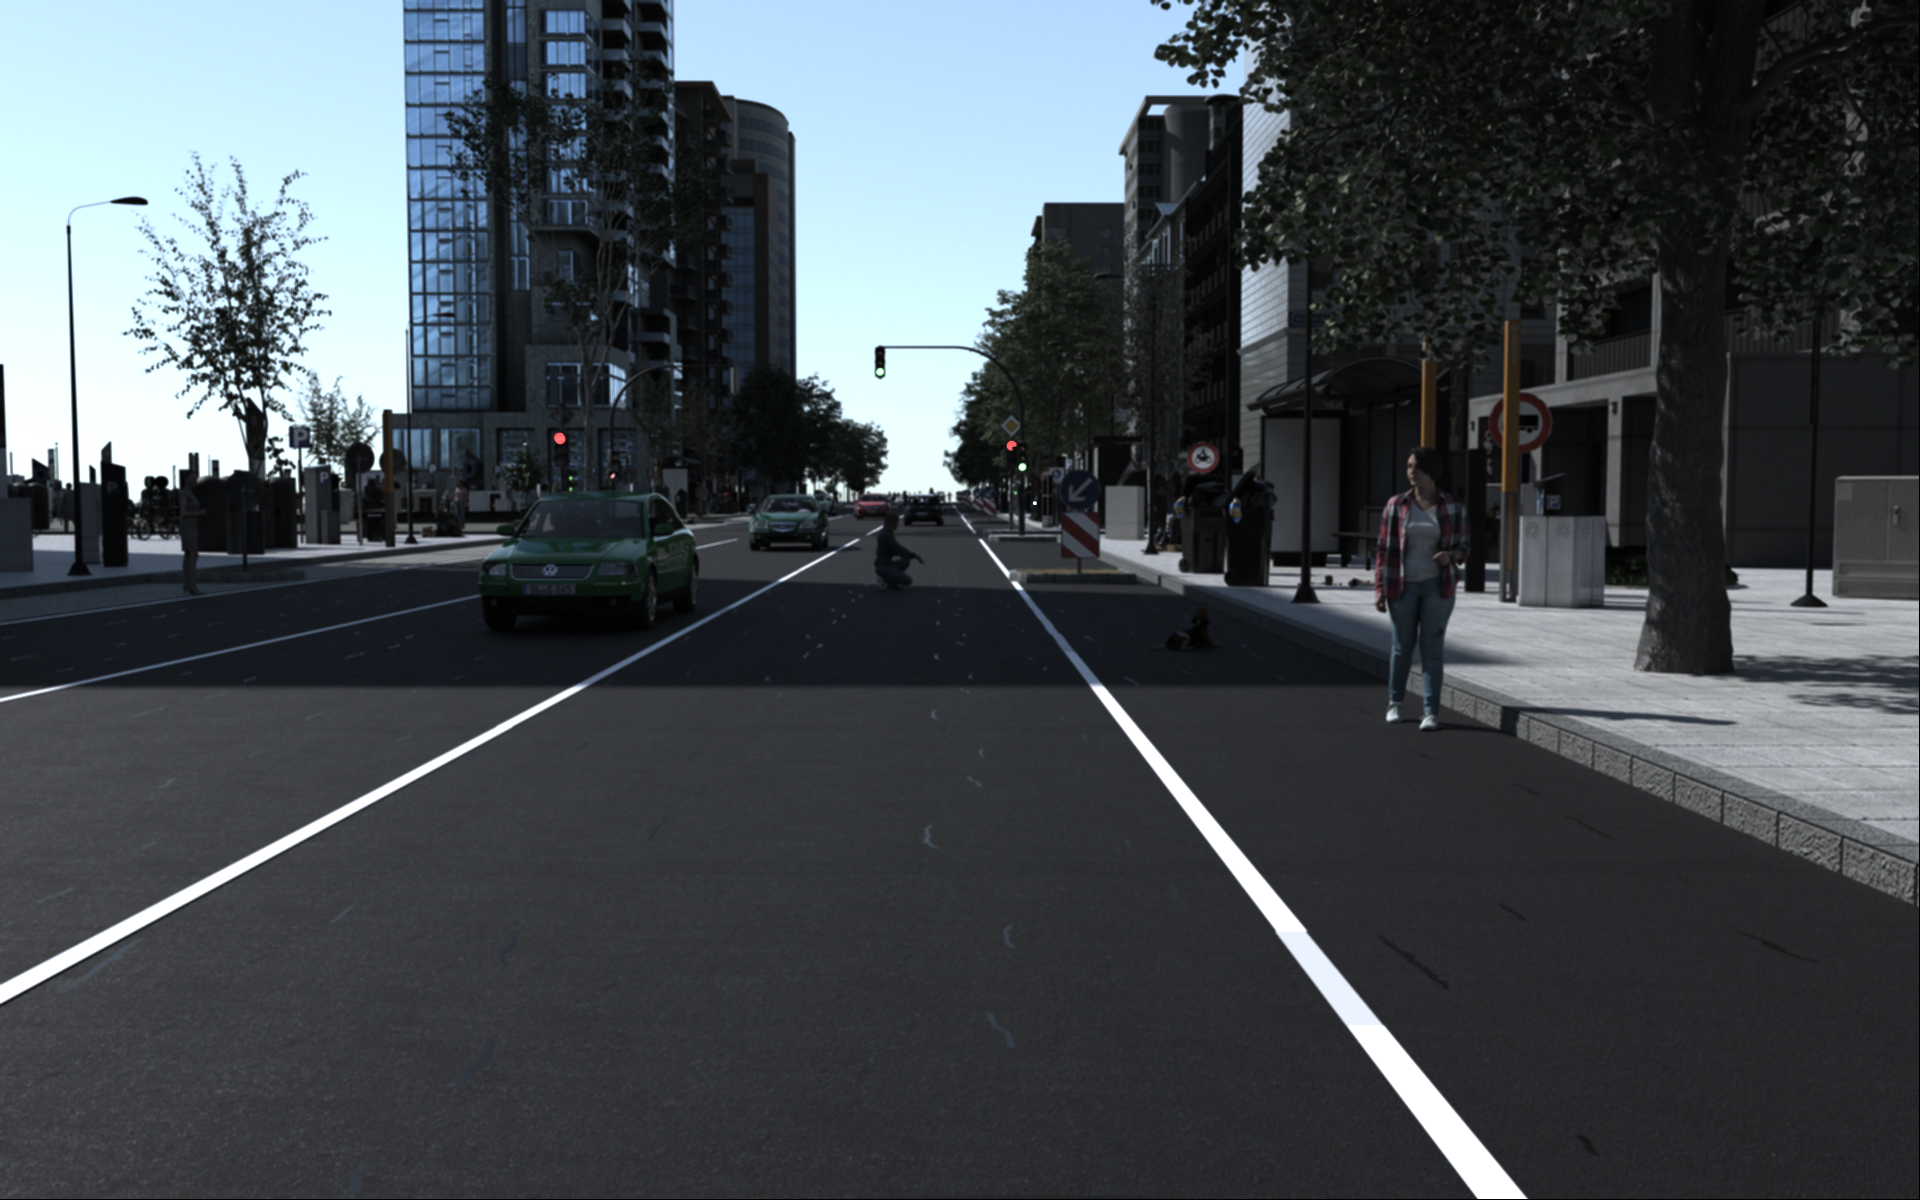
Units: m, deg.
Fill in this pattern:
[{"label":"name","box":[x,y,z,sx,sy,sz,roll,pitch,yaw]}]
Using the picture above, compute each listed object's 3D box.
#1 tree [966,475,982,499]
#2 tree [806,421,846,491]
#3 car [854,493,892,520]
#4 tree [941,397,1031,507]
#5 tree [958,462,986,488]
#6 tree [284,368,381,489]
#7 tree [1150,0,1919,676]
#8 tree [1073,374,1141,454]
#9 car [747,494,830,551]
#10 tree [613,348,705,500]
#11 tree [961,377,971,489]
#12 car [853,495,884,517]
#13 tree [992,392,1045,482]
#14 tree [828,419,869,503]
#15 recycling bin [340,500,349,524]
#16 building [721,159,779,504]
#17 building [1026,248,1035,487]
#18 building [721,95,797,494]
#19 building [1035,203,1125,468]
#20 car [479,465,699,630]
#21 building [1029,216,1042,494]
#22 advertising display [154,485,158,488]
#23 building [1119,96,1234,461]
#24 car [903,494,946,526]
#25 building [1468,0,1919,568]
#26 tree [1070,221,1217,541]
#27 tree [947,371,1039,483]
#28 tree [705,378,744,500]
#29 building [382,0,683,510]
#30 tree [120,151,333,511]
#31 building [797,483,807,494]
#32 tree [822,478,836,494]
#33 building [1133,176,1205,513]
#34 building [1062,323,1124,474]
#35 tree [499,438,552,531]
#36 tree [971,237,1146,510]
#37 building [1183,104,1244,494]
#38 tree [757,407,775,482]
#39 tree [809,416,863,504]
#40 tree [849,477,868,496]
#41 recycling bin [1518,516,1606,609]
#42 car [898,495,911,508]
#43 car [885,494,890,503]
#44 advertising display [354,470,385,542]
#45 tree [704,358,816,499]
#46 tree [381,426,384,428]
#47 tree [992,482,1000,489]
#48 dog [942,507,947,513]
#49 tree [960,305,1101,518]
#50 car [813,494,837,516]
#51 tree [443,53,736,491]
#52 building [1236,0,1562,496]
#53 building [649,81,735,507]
[{"label":"tree","box":[2.293,-17.474,236.061,4.360,8.622,3.978,0,3,0]},{"label":"tree","box":[-16.700,-16.021,196.349,8.767,10.594,7.601,2,4,26]},{"label":"car","box":[-4.922,-5.476,98.577,2.155,1.783,4.494,0,3,0]},{"label":"tree","box":[3.418,-15.484,170.171,9.611,12.733,9.660,0,3,0]},{"label":"tree","box":[2.988,-17.560,221.515,7.601,10.594,8.767,0,4,-4]},{"label":"tree","box":[-37.008,-9.195,100.694,4.737,8.622,4.395,0,3,0]},{"label":"tree","box":[5.381,-6.453,12.162,9.857,13.997,8.962,0,3,0]},{"label":"tree","box":[8.484,-9.207,100.893,4.737,8.622,4.395,0,3,0]},{"label":"car","box":[-4.445,-2.056,45.421,2.131,1.459,4.920,0,4,-1]},{"label":"tree","box":[-15.371,-8.423,88.071,4.360,8.622,3.978,0,3,0]},{"label":"tree","box":[3.807,-12.856,128.329,7.486,12.596,7.792,0,3,0]},{"label":"car","box":[-5.698,-5.938,109.084,2.014,1.417,4.499,0,4,0]},{"label":"tree","box":[3.972,-10.048,114.645,4.360,8.622,3.978,0,3,0]},{"label":"tree","box":[-17.091,-20.912,260.030,7.486,12.596,7.792,0,3,0]},{"label":"recycling bin","box":[-26.450,-3.742,73.737,0.722,1.027,0.722,0,4,-7]},{"label":"building","box":[-32.128,-35.790,235.283,14.600,45.320,14.200,0,4,-1]},{"label":"building","box":[18.039,-36.998,288.503,14.154,41.232,14.086,0,4,-1]},{"label":"building","box":[-35.965,-43.711,256.674,21.231,58.520,28.212,0,4,-1]},{"label":"building","box":[18.473,-34.325,244.806,14.154,41.232,14.086,0,4,-1]},{"label":"car","box":[-4.124,-0.669,19.731,1.959,1.807,4.718,0,4,0]},{"label":"building","box":[22.079,-37.403,266.169,22.147,44.769,28.867,0,4,-1]},{"label":"advertising display","box":[-60.149,-7.594,129.373,0.123,1.923,0.974,0,4,-3]},{"label":"building","box":[28.247,-28.761,162.121,32.217,40.220,23.993,0,4,-1]},{"label":"car","box":[-1.644,-4.244,79.178,2.009,1.686,4.222,0,4,1]},{"label":"building","box":[23.409,-36.344,32.469,20.563,71.187,20.611,0,4,-1]},{"label":"tree","box":[5.072,-5.874,46.402,4.360,8.622,3.978,0,3,0]},{"label":"tree","box":[3.752,-14.778,151.982,12.009,13.543,11.850,0,3,0]},{"label":"tree","box":[-15.500,-9.501,105.709,4.360,8.622,3.978,0,3,0]},{"label":"building","box":[-35.855,-51.197,149.747,22.319,86.520,31.000,0,4,-1]},{"label":"tree","box":[-15.333,-5.302,37.049,4.360,8.622,3.978,0,3,0]},{"label":"building","box":[-41.589,-36.169,283.237,32.217,40.220,23.993,0,4,-1]},{"label":"tree","box":[-15.636,-13.094,208.680,1.663,3.219,1.824,0,3,0]},{"label":"building","box":[19.239,-18.340,118.937,14.460,24.649,34.723,0,4,-1]},{"label":"building","box":[25.947,-21.073,189.580,27.650,21.520,28.899,0,4,-1]},{"label":"tree","box":[-15.187,-4.008,60.140,1.663,3.219,1.824,0,3,0]},{"label":"tree","box":[4.571,-9.728,77.185,7.486,12.596,7.792,0,3,0]},{"label":"building","box":[19.381,-16.150,93.733,12.332,23.373,15.834,0,4,-1]},{"label":"tree","box":[-16.639,-16.677,179.318,9.857,13.997,8.962,0,3,0]},{"label":"tree","box":[-16.666,-18.505,228.315,9.928,11.665,9.643,0,3,0]},{"label":"tree","box":[-16.638,-18.321,283.262,4.285,4.588,4.351,0,3,0]},{"label":"recycling bin","box":[6.878,-0.442,19.786,0.722,1.027,0.722,-3,5,-45]},{"label":"car","box":[-5.538,-10.458,183.346,2.083,1.381,4.827,0,4,1]},{"label":"car","box":[-10.148,-13.370,228.182,1.945,1.707,3.694,0,3,0]},{"label":"advertising display","box":[-15.721,-2.524,46.478,0.974,1.923,0.123,-1,4,-9]},{"label":"tree","box":[-16.354,-13.977,145.524,9.611,12.733,9.660,0,3,0]},{"label":"tree","box":[-43.061,-10.536,122.628,4.737,8.622,4.395,0,3,0]},{"label":"tree","box":[3.776,-14.217,182.806,4.737,8.622,4.395,0,3,0]},{"label":"dog","box":[-1.142,-6.380,123.593,0.540,0.507,0.406,1,4,8]},{"label":"tree","box":[4.075,-10.247,93.293,9.928,11.665,9.643,0,3,0]},{"label":"car","box":[-9.124,-6.230,113.656,2.131,1.459,4.920,0,4,1]},{"label":"tree","box":[-14.155,-13.257,72.646,12.611,20.169,13.585,0,3,0]},{"label":"building","box":[27.795,-18.164,74.471,29.804,29.767,11.434,0,4,-1]},{"label":"building","box":[-35.540,-32.188,180.904,22.147,44.769,28.867,0,4,-1]}]
